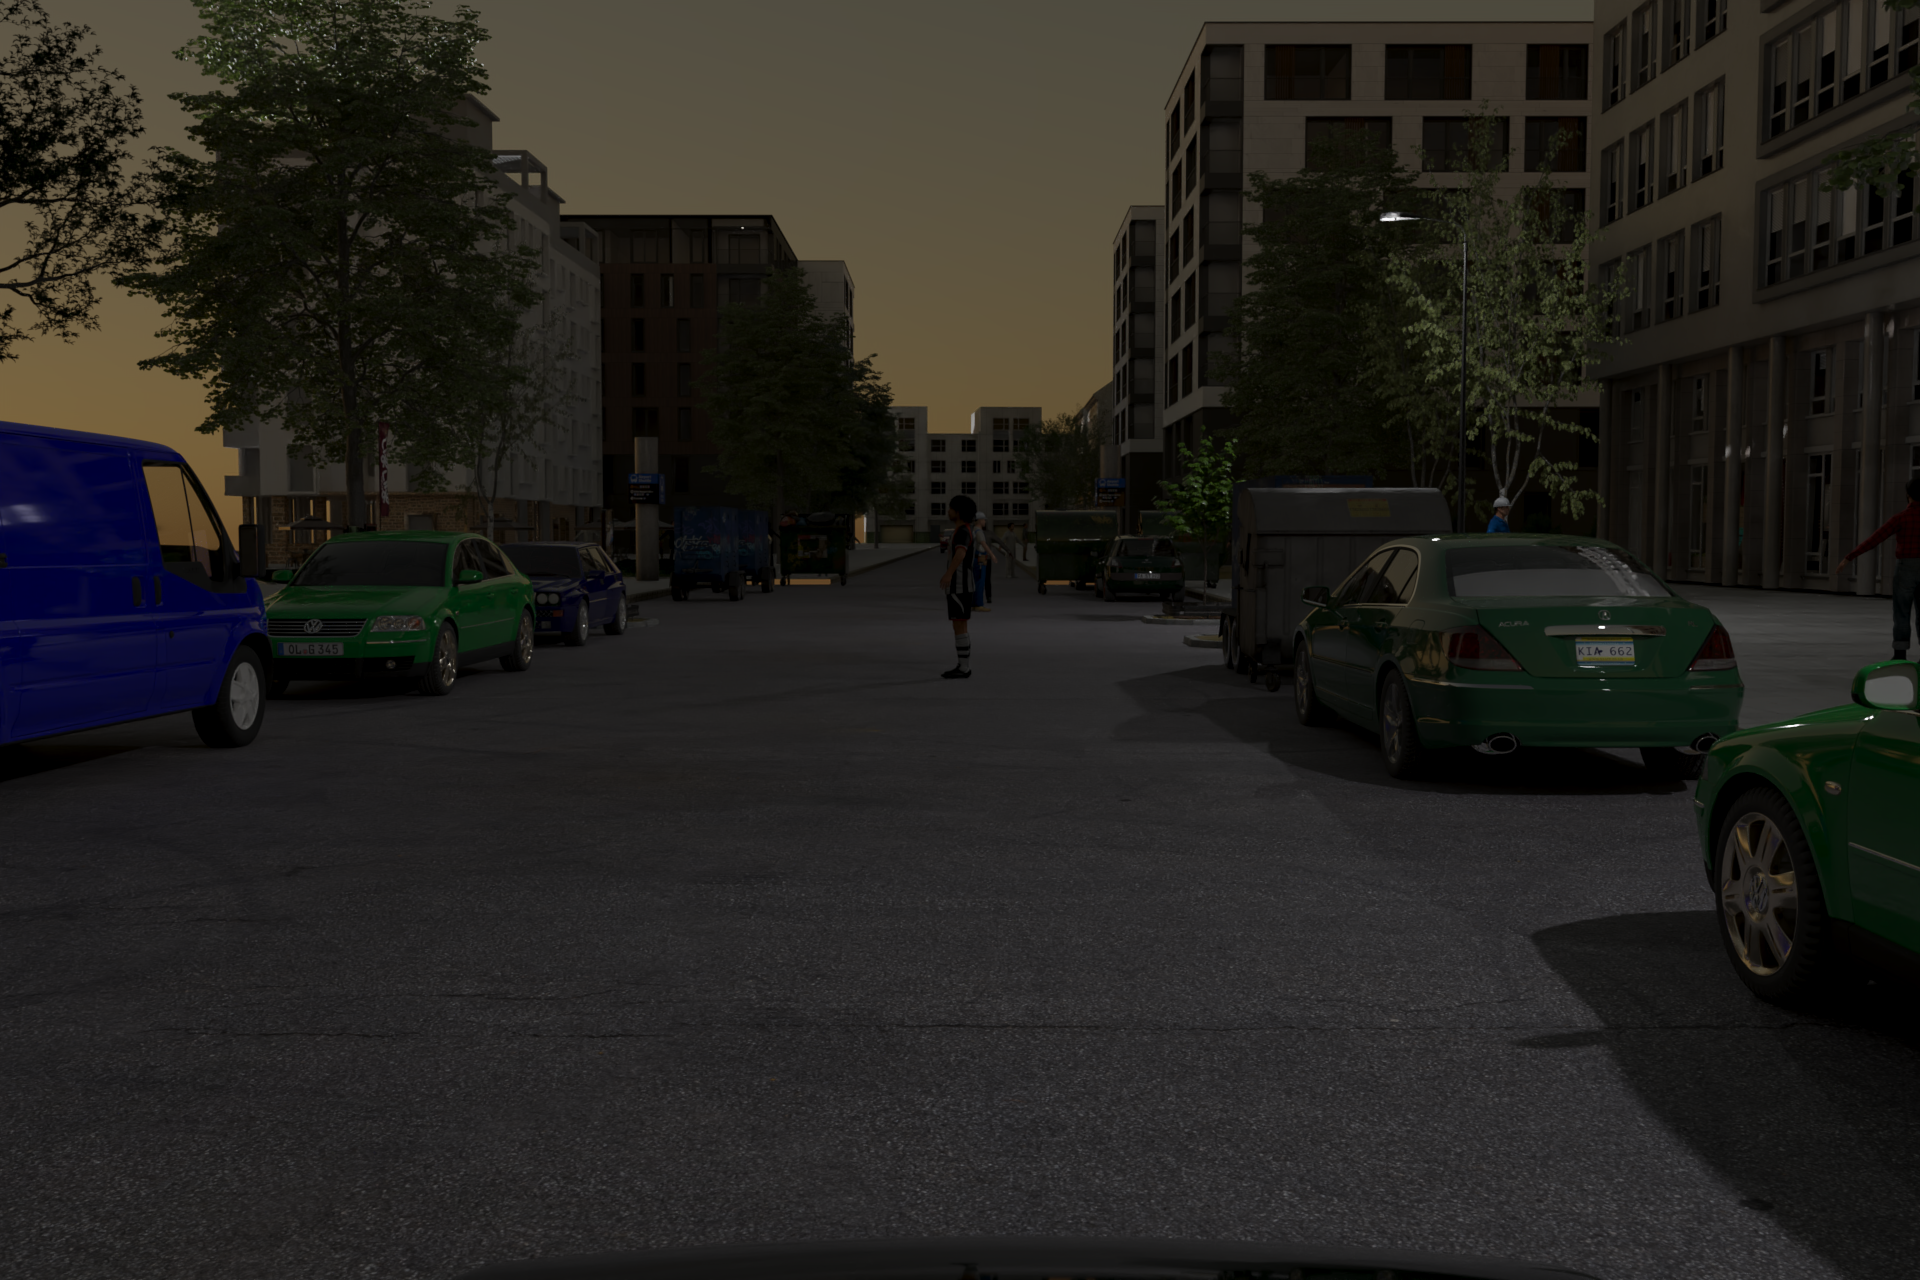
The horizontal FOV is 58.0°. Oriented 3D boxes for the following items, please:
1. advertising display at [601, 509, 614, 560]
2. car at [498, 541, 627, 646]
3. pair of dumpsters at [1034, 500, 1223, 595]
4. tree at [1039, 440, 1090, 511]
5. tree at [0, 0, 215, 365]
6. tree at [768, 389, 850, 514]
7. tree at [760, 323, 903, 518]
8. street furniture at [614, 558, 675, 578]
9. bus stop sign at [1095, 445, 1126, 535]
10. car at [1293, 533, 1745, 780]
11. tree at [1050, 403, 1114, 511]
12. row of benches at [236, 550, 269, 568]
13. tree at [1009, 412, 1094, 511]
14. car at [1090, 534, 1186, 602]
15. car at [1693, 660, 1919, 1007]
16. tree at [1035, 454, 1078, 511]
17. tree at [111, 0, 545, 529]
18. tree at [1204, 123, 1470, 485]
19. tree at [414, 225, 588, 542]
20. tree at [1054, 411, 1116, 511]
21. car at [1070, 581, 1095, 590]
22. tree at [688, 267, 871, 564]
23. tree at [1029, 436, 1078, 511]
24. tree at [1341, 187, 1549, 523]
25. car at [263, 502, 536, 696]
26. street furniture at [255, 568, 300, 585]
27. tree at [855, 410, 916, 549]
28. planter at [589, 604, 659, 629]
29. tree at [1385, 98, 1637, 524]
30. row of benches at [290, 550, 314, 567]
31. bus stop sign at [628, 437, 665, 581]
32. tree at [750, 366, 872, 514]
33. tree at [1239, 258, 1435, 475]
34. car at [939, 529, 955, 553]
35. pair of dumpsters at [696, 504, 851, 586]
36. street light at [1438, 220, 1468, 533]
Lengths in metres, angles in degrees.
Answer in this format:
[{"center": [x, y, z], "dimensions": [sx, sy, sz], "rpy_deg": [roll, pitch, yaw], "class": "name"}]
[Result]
[{"center": [-9.273, -2.470, 45.600], "dimensions": [0.123, 1.923, 0.974], "rpy_deg": [0, 4, 1], "class": "advertising display"}, {"center": [-5.649, -0.658, 23.333], "dimensions": [1.945, 1.354, 3.894], "rpy_deg": [0, 4, 0], "class": "car"}, {"center": [3.967, -2.215, 41.165], "dimensions": [4.436, 2.255, 1.574], "rpy_deg": [0, 3, 0], "class": "pair of dumpsters"}, {"center": [8.118, -11.228, 133.933], "dimensions": [4.360, 8.622, 3.978], "rpy_deg": [0, 3, 0], "class": "tree"}, {"center": [-11.853, -5.140, 18.447], "dimensions": [8.767, 10.594, 7.601], "rpy_deg": [2, 4, 27], "class": "tree"}, {"center": [-7.656, -8.174, 84.006], "dimensions": [4.360, 8.622, 3.978], "rpy_deg": [0, 3, 0], "class": "tree"}, {"center": [-7.799, -12.082, 104.203], "dimensions": [9.857, 13.997, 8.962], "rpy_deg": [0, 3, 0], "class": "tree"}, {"center": [-10.757, -2.393, 54.756], "dimensions": [5.734, 0.657, 10.072], "rpy_deg": [-1, 4, -8], "class": "street furniture"}, {"center": [4.449, -3.812, 51.337], "dimensions": [0.837, 3.901, 0.837], "rpy_deg": [0, 4, 0], "class": "bus stop sign"}, {"center": [3.449, 0.016, 11.537], "dimensions": [2.131, 1.459, 4.920], "rpy_deg": [0, 4, 0], "class": "car"}, {"center": [7.297, -8.958, 96.824], "dimensions": [4.360, 8.622, 3.978], "rpy_deg": [0, 3, 0], "class": "tree"}, {"center": [-27.985, -3.129, 66.626], "dimensions": [4.104, 0.672, 1.422], "rpy_deg": [3, 5, 39], "class": "row of benches"}, {"center": [7.958, -13.503, 146.523], "dimensions": [9.928, 11.665, 9.643], "rpy_deg": [0, 3, 0], "class": "tree"}, {"center": [3.894, -1.719, 37.895], "dimensions": [2.009, 1.686, 4.222], "rpy_deg": [0, 4, 0], "class": "car"}, {"center": [3.315, 0.299, 3.901], "dimensions": [1.959, 1.807, 4.718], "rpy_deg": [0, 4, 0], "class": "car"}, {"center": [7.976, -12.508, 154.865], "dimensions": [4.360, 8.622, 3.978], "rpy_deg": [0, 3, 0], "class": "tree"}, {"center": [-11.782, -7.000, 32.577], "dimensions": [7.486, 12.596, 7.792], "rpy_deg": [0, 3, 0], "class": "tree"}, {"center": [10.709, -7.958, 48.233], "dimensions": [7.486, 12.596, 7.792], "rpy_deg": [0, 3, 0], "class": "tree"}, {"center": [-11.507, -5.585, 41.680], "dimensions": [4.360, 8.622, 3.978], "rpy_deg": [0, 3, 0], "class": "tree"}, {"center": [7.618, -9.408, 104.179], "dimensions": [4.737, 8.622, 4.395], "rpy_deg": [0, 3, 0], "class": "tree"}, {"center": [3.882, -2.028, 45.520], "dimensions": [2.083, 1.381, 4.827], "rpy_deg": [0, 4, 1], "class": "car"}, {"center": [-7.600, -9.498, 73.418], "dimensions": [7.486, 12.596, 7.792], "rpy_deg": [0, 3, 0], "class": "tree"}, {"center": [7.362, -10.836, 127.529], "dimensions": [4.360, 8.622, 3.978], "rpy_deg": [0, 3, 0], "class": "tree"}, {"center": [10.062, -5.303, 37.075], "dimensions": [4.737, 8.622, 4.395], "rpy_deg": [0, 3, 0], "class": "tree"}, {"center": [-5.408, -0.485, 16.733], "dimensions": [1.959, 1.807, 4.718], "rpy_deg": [0, 3, 0], "class": "car"}, {"center": [-29.337, -2.852, 51.655], "dimensions": [27.439, 1.986, 14.083], "rpy_deg": [1, 4, 10], "class": "street furniture"}, {"center": [-7.757, -14.278, 151.570], "dimensions": [7.486, 12.596, 7.792], "rpy_deg": [0, 3, 0], "class": "tree"}, {"center": [-5.794, -0.365, 27.105], "dimensions": [1.991, 0.319, 1.994], "rpy_deg": [0, 4, 1], "class": "planter"}, {"center": [9.319, -4.836, 29.430], "dimensions": [4.737, 8.622, 4.395], "rpy_deg": [0, 3, 0], "class": "tree"}, {"center": [-24.055, -3.194, 67.692], "dimensions": [4.104, 0.672, 1.422], "rpy_deg": [0, 4, 5], "class": "row of benches"}, {"center": [-8.553, -3.567, 47.328], "dimensions": [0.837, 3.901, 0.837], "rpy_deg": [0, 4, 1], "class": "bus stop sign"}, {"center": [-8.394, -9.728, 93.471], "dimensions": [7.601, 10.594, 8.767], "rpy_deg": [-1, 4, -20], "class": "tree"}, {"center": [14.053, -8.501, 64.741], "dimensions": [9.928, 11.665, 9.643], "rpy_deg": [0, 3, 0], "class": "tree"}, {"center": [-0.467, -7.516, 131.560], "dimensions": [2.281, 1.827, 5.304], "rpy_deg": [0, 4, 0], "class": "car"}, {"center": [-5.259, -2.639, 48.094], "dimensions": [4.436, 2.255, 1.574], "rpy_deg": [0, 4, 1], "class": "pair of dumpsters"}, {"center": [7.832, -3.214, 25.092], "dimensions": [1.470, 5.913, 1.316], "rpy_deg": [0, 4, 0], "class": "street light"}]
